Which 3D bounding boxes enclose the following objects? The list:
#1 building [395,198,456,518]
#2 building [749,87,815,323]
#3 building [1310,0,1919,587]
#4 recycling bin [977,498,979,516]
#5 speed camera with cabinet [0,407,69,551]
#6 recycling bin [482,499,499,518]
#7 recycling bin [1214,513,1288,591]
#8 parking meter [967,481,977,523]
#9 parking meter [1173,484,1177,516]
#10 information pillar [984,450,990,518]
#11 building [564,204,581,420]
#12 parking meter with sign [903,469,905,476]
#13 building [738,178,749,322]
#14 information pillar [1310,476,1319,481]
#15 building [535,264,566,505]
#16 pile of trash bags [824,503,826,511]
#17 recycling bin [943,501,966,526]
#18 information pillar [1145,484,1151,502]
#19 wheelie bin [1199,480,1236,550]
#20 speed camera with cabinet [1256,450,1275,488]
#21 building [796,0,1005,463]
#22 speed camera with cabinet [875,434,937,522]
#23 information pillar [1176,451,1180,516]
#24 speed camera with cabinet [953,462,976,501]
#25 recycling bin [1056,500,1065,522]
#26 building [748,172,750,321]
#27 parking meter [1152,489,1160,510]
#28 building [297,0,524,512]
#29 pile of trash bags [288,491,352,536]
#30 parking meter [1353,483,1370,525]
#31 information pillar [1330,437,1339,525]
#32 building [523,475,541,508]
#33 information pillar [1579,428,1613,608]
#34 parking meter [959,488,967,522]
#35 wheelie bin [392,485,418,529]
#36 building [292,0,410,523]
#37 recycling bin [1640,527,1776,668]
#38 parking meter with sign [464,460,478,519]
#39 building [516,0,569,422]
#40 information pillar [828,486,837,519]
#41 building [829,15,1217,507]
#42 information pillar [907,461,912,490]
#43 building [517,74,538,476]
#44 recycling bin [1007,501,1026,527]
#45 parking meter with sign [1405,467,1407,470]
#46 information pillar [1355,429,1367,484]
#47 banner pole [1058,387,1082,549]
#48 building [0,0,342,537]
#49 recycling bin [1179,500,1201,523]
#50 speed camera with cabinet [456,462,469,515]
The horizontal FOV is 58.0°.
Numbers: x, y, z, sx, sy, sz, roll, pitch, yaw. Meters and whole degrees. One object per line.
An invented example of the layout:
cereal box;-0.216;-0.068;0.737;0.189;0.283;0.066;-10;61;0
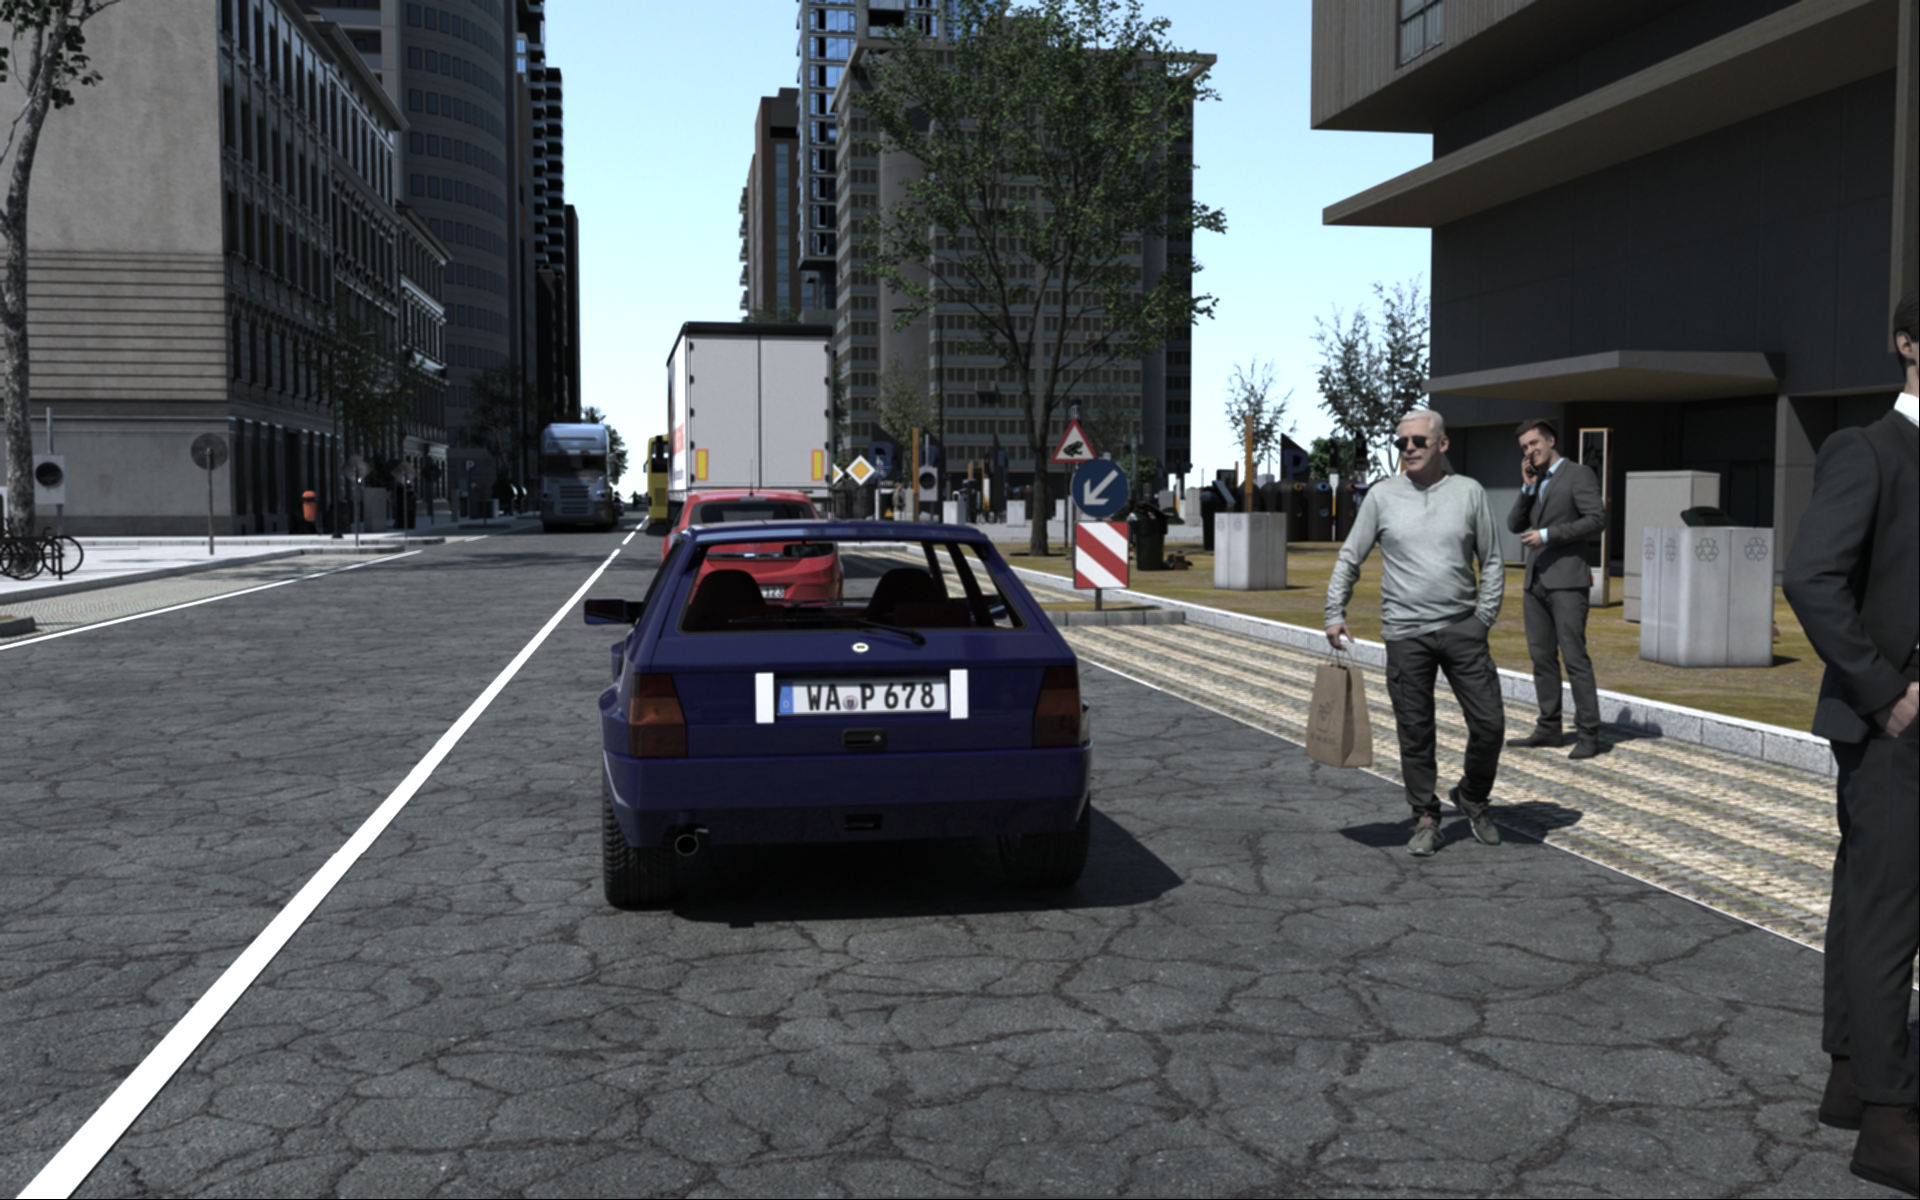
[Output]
building;-35.444;-14.356;99.342;10.561;19.102;19.286;-1;4;-10
building;-15.396;-33.182;192.640;14.600;45.320;14.200;-1;4;-10
building;22.443;-26.557;23.441;28.713;52.752;27.495;-1;4;-10
recycling bin;0.691;-5.566;103.556;0.722;1.027;0.722;2;4;33
speed camera with cabinet;-21.310;-2.739;39.113;2.038;3.252;0.660;-1;4;-19
recycling bin;-24.967;-4.865;92.089;0.722;1.027;0.722;0;4;2
recycling bin;3.904;-0.656;23.276;0.722;1.027;0.722;-2;4;-29
parking meter;0.543;-4.381;77.341;0.399;1.863;0.255;-2;4;-31
parking meter;12.602;-5.825;100.950;0.255;1.863;0.399;1;4;21
information pillar;1.447;-6.232;93.249;0.183;3.616;0.504;-2;4;-29
building;-64.138;-37.234;258.884;14.600;45.320;14.200;-1;4;-10
parking meter with sign;-4.258;-7.573;120.076;0.543;3.016;1.738;1;4;12
building;-19.917;-38.329;246.287;23.786;49.044;30.456;-1;4;-10
information pillar;14.808;-4.155;72.426;0.304;2.012;0.304;-1;4;-15
building;-56.370;-27.058;214.098;14.160;30.474;14.107;-1;4;-10
pile of trash bags;-10.230;-6.760;120.272;1.912;1.369;3.447;-1;4;-18
recycling bin;-0.253;-2.919;60.278;0.722;1.027;0.722;2;4;26
information pillar;13.026;-7.084;120.312;0.304;2.012;0.304;-3;5;-43
wheelie bin;5.890;-1.948;39.760;0.693;1.594;0.980;2;4;27
speed camera with cabinet;14.299;-5.164;78.772;2.038;3.252;0.660;-3;5;-44
building;-7.237;-52.425;169.826;22.319;86.520;31.000;-1;4;-10
speed camera with cabinet;-1.768;-3.846;57.220;2.038;3.252;0.660;0;4;0
information pillar;11.858;-6.288;94.158;0.183;3.616;0.504;-1;4;-12
speed camera with cabinet;0.264;-6.880;106.831;0.660;3.252;2.038;-2;4;-27
recycling bin;4.827;-4.043;78.658;0.722;1.027;0.722;-2;4;-26
building;-19.936;-35.066;223.441;14.600;45.320;14.200;-1;4;-10
parking meter;9.244;-4.486;81.762;0.372;1.533;0.369;0;3;0
building;-46.310;-36.255;134.772;21.231;58.520;28.212;-1;4;-10
pile of trash bags;-20.389;-2.766;54.974;1.912;1.369;3.447;-1;4;-13
parking meter;9.460;-1.982;40.811;0.372;1.533;0.369;0;3;0
information pillar;15.427;-4.898;71.442;0.183;3.616;0.504;-2;4;-30
building;-56.220;-28.671;160.650;32.217;40.220;23.993;-1;4;-10
information pillar;7.167;-0.922;19.565;0.304;2.012;0.304;2;4;32
parking meter;0.135;-4.270;78.231;0.372;1.533;0.369;0;3;0
wheelie bin;-20.332;-3.402;63.539;0.693;1.594;0.980;3;4;36
building;-31.975;-15.266;78.483;11.050;23.489;19.941;-1;4;-10
recycling bin;5.642;-0.033;13.095;0.722;1.027;0.722;0;4;-3
parking meter with sign;-24.907;-5.642;88.506;0.543;3.016;1.738;-2;4;-23
building;-63.695;-56.401;234.826;22.319;86.520;31.000;-1;4;-10
information pillar;-5.681;-4.454;77.316;0.304;2.012;0.304;3;4;38
building;2.499;-27.716;145.044;32.217;40.220;23.993;-1;4;-10
information pillar;-3.464;-7.804;118.957;0.183;3.616;0.504;2;4;28
building;-51.859;-32.443;180.556;14.600;45.320;14.200;-1;4;-10
recycling bin;2.193;-3.363;67.542;0.722;1.027;0.722;0;4;2
parking meter with sign;27.399;-6.683;105.525;0.543;3.016;1.738;0;4;-7
information pillar;14.446;-4.352;62.506;0.504;3.616;0.183;-2;4;-26
banner pole;2.617;-3.086;40.467;0.401;3.779;0.863;-2;4;-30
building;-28.077;-12.878;59.710;9.793;20.994;18.267;-1;4;-10
recycling bin;10.152;-3.909;76.472;0.722;1.027;0.722;3;5;42
speed camera with cabinet;-30.019;-6.754;104.766;0.660;3.252;2.038;-2;4;-24
